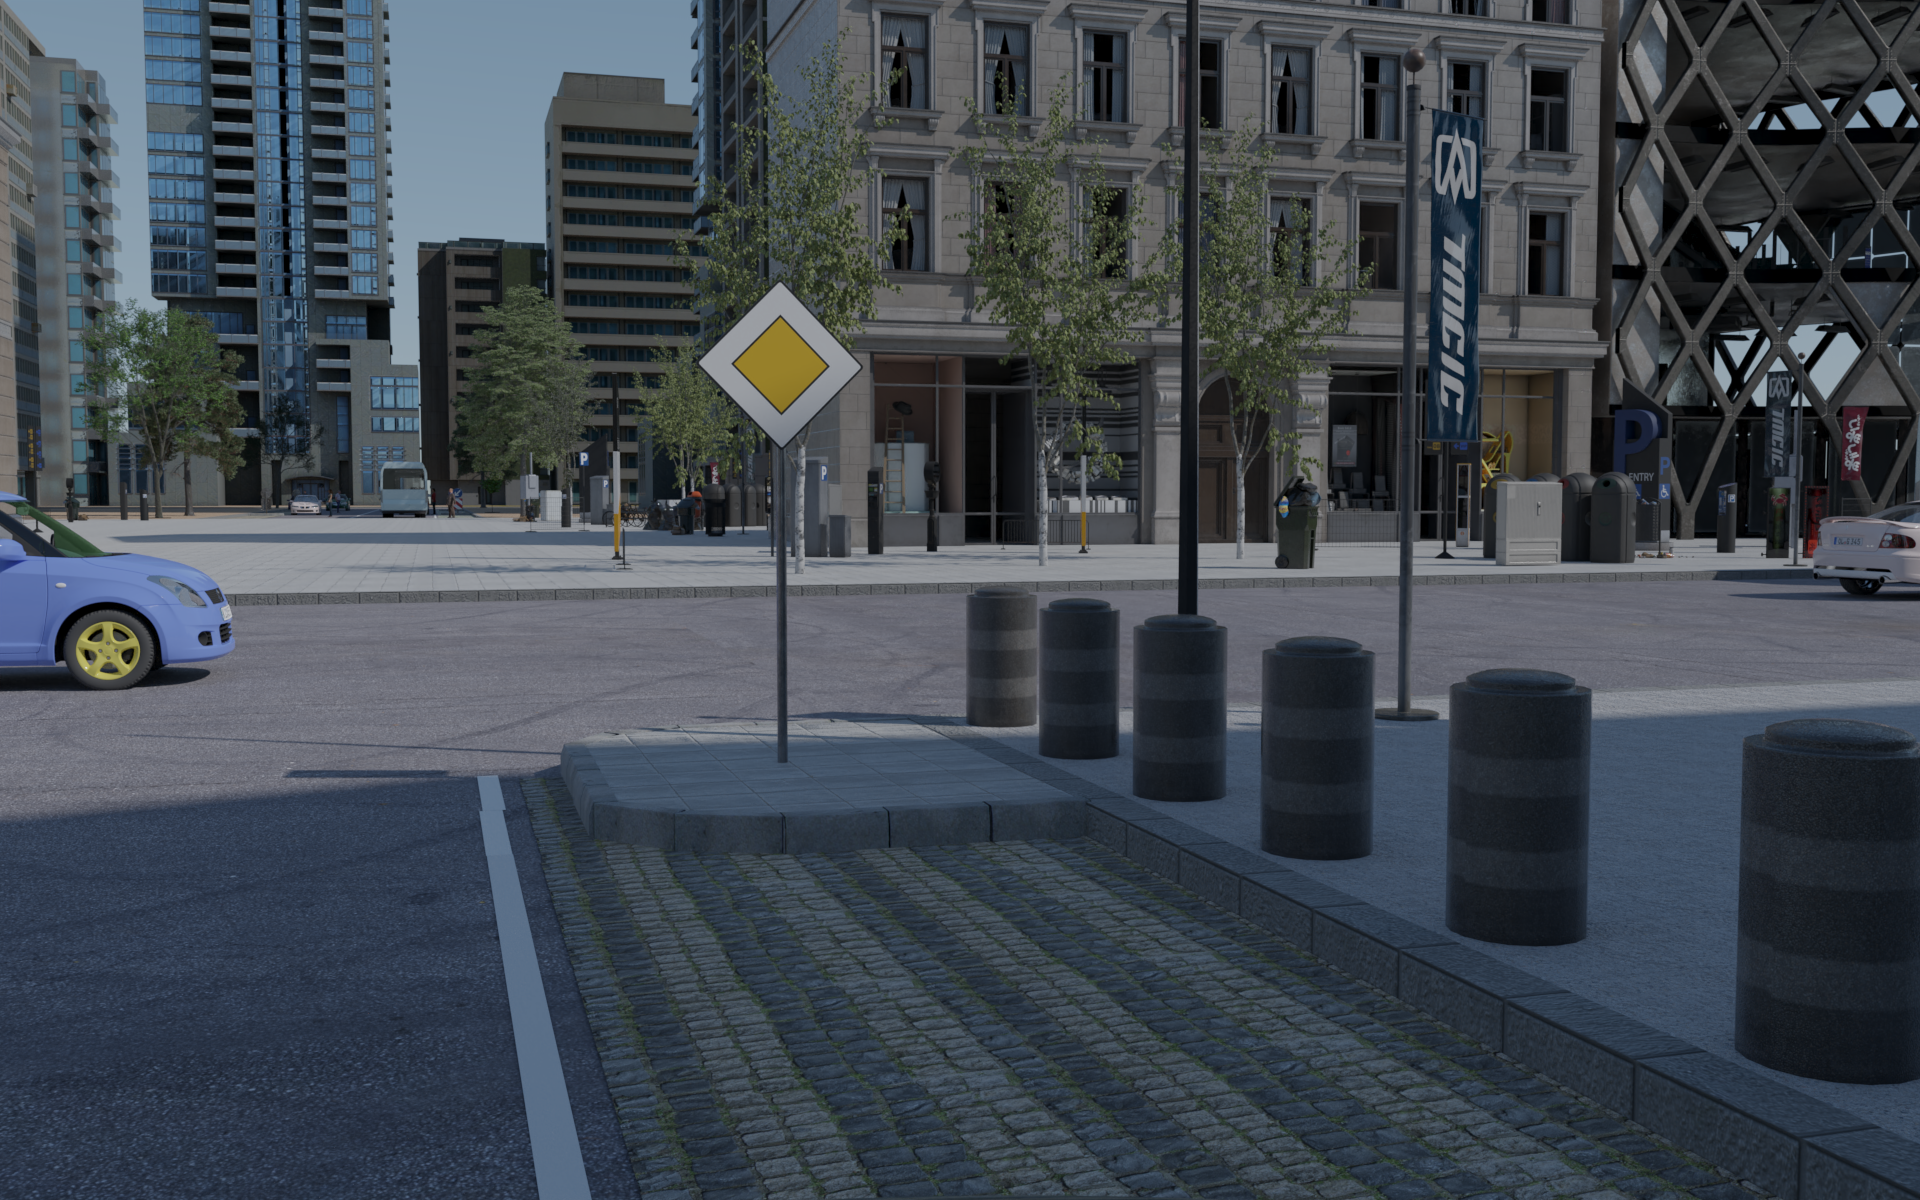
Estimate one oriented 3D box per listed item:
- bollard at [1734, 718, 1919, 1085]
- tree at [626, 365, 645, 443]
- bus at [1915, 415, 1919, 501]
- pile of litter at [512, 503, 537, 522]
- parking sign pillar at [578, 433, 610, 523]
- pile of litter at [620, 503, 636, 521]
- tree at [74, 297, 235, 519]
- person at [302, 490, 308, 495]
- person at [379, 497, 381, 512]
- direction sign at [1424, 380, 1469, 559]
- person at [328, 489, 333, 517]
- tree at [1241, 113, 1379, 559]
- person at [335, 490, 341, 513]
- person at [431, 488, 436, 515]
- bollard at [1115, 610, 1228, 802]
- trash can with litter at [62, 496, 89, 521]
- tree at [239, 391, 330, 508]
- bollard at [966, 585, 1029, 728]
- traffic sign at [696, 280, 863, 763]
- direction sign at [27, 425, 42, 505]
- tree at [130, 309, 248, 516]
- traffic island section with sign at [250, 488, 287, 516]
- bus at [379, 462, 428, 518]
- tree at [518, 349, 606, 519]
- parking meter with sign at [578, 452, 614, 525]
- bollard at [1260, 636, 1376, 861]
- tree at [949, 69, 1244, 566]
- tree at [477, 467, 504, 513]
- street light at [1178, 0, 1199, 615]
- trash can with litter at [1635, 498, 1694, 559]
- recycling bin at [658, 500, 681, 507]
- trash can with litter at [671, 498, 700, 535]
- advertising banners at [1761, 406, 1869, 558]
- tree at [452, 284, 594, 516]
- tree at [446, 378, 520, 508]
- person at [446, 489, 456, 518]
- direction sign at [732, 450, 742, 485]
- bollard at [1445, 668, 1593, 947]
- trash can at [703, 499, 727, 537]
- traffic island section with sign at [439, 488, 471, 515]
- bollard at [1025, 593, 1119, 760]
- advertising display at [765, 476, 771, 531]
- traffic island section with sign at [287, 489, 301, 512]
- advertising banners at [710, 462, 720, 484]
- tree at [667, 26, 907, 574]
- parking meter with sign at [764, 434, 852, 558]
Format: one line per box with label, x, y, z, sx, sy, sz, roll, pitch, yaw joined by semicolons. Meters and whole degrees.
bollard;1.985;0.660;3.934;0.404;0.777;0.398;0;3;0
tree;-12.693;-7.799;77.880;4.737;8.622;4.395;0;3;0
bus;22.426;-2.106;29.288;13.247;3.499;2.948;-1;4;-17
pile of litter;-20.144;-4.047;80.140;1.176;0.858;1.719;0;4;-5
parking sign pillar;-16.313;-5.433;77.304;1.447;3.967;1.447;1;4;9
pile of litter;-16.430;-4.305;84.359;1.719;0.858;1.176;3;5;41
tree;-42.348;-10.122;91.252;9.928;11.665;9.643;0;3;0
person;-57.922;-8.814;153.139;0.617;1.759;0.750;0;4;-4
person;-47.279;-8.140;141.672;0.705;1.814;1.350;-2;4;-29
direction sign;9.643;-2.590;34.349;0.876;3.537;0.379;0;4;-1
person;-39.352;-6.043;108.019;0.721;1.735;1.217;-1;4;-23
tree;5.626;-5.098;33.719;4.737;8.622;4.395;0;3;0
person;-46.751;-7.397;130.381;0.436;1.711;0.756;1;4;13
person;-36.090;-6.743;118.684;0.705;1.831;1.348;-1;4;-17
bollard;0.936;0.449;7.383;0.404;0.777;0.398;0;3;0
trash can with litter;-43.081;-4.465;84.390;0.624;1.170;1.055;2;4;31
tree;-61.351;-13.553;156.009;7.601;10.594;8.767;1;4;14
bollard;0.233;0.308;9.683;0.404;0.777;0.398;0;3;0
traffic sign;-0.851;-0.280;8.221;0.795;2.450;0.064;-1;4;-17
direction sign;-30.726;-4.010;57.564;0.379;3.537;0.876;0;4;-3
tree;-45.243;-10.959;101.233;6.751;12.117;7.091;0;3;0
traffic island section with sign;-45.720;-6.461;114.264;1.989;1.847;2.006;-1;4;-17
bus;-33.756;-6.739;105.047;2.948;3.499;13.247;-1;4;-18
tree;-19.852;-8.360;87.054;4.360;8.622;3.978;0;3;0
parking meter with sign;-15.026;-4.641;72.140;1.738;3.016;0.543;2;4;27
bollard;1.286;0.519;6.234;0.404;0.777;0.398;0;3;0
tree;1.651;-4.900;30.479;4.737;8.622;4.395;0;3;0
tree;-31.941;-7.583;118.578;1.663;3.219;1.824;0;3;0
street light;0.612;-2.187;8.306;1.470;5.913;1.316;-1;4;-17
trash can with litter;13.586;-1.474;35.156;2.233;1.210;1.678;3;4;39
recycling bin;-12.482;-3.779;74.348;0.722;1.027;0.722;2;4;35
trash can with litter;-8.650;-2.631;54.401;0.624;1.170;1.055;1;4;16
advertising banners;17.014;-2.340;34.453;2.074;3.025;0.090;0;4;-2
tree;-23.377;-10.762;94.088;7.486;12.596;7.792;0;3;0
tree;-44.759;-14.690;162.229;6.751;12.117;7.091;0;3;0
person;-30.207;-5.727;102.693;0.990;1.755;0.434;3;5;42
direction sign;-11.359;-5.916;88.724;0.876;3.537;0.379;3;5;41
bollard;1.639;0.589;5.085;0.404;0.777;0.398;0;3;0
trash can;-7.397;-2.489;52.341;0.748;1.137;0.748;0;3;0
traffic island section with sign;-34.385;-6.698;118.141;1.989;1.847;2.006;-1;4;-17
bollard;0.587;0.378;8.533;0.404;0.777;0.398;0;3;0
advertising display;-6.450;-3.422;61.171;0.974;1.923;0.123;-3;5;-40
traffic island section with sign;-53.647;-8.049;140.223;1.989;1.847;2.006;-1;4;-17
advertising banners;-12.693;-6.058;95.230;2.074;3.025;0.090;-1;4;-9
tree;-2.642;-4.739;27.838;4.737;8.622;4.395;0;3;0
parking meter with sign;-3.073;-2.385;35.252;1.738;3.016;0.543;1;4;18
